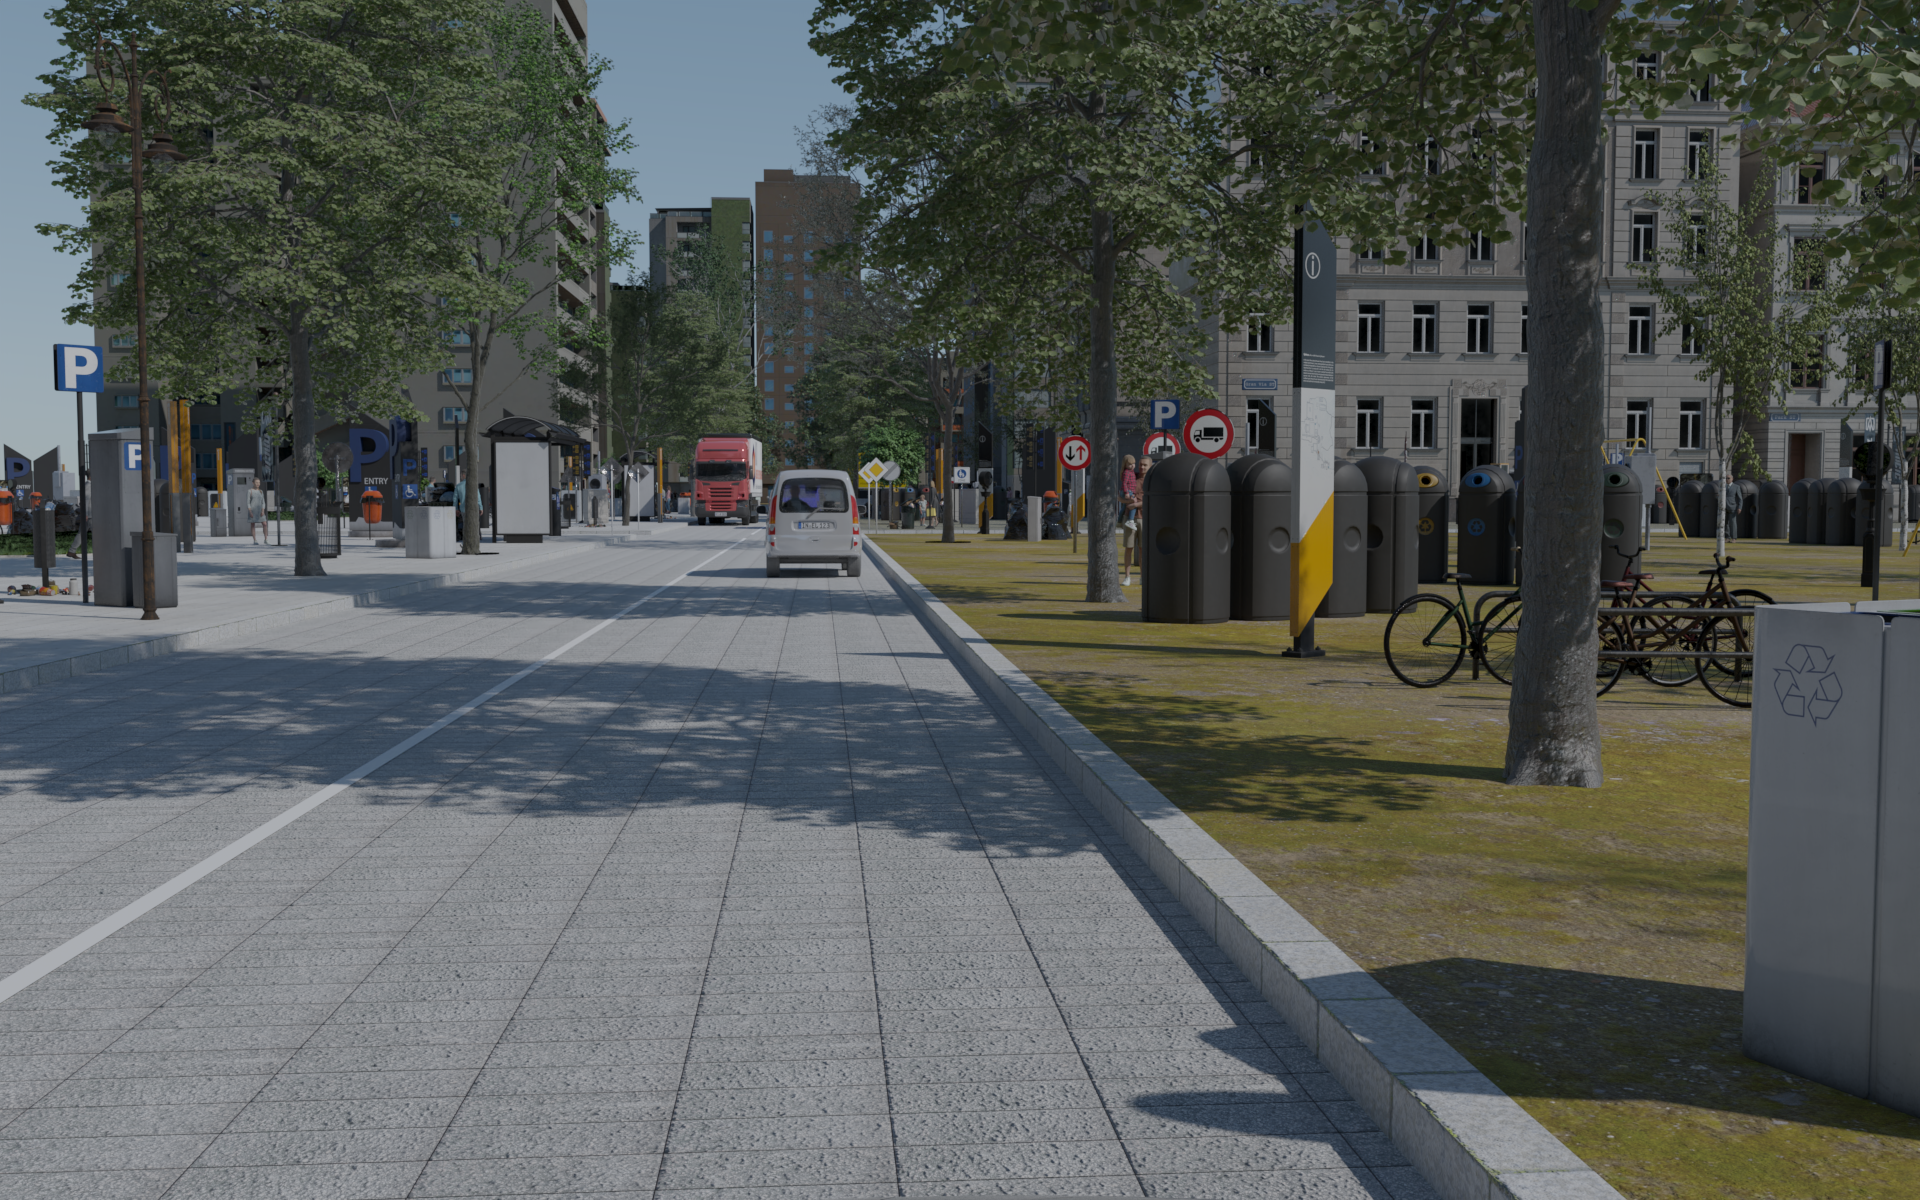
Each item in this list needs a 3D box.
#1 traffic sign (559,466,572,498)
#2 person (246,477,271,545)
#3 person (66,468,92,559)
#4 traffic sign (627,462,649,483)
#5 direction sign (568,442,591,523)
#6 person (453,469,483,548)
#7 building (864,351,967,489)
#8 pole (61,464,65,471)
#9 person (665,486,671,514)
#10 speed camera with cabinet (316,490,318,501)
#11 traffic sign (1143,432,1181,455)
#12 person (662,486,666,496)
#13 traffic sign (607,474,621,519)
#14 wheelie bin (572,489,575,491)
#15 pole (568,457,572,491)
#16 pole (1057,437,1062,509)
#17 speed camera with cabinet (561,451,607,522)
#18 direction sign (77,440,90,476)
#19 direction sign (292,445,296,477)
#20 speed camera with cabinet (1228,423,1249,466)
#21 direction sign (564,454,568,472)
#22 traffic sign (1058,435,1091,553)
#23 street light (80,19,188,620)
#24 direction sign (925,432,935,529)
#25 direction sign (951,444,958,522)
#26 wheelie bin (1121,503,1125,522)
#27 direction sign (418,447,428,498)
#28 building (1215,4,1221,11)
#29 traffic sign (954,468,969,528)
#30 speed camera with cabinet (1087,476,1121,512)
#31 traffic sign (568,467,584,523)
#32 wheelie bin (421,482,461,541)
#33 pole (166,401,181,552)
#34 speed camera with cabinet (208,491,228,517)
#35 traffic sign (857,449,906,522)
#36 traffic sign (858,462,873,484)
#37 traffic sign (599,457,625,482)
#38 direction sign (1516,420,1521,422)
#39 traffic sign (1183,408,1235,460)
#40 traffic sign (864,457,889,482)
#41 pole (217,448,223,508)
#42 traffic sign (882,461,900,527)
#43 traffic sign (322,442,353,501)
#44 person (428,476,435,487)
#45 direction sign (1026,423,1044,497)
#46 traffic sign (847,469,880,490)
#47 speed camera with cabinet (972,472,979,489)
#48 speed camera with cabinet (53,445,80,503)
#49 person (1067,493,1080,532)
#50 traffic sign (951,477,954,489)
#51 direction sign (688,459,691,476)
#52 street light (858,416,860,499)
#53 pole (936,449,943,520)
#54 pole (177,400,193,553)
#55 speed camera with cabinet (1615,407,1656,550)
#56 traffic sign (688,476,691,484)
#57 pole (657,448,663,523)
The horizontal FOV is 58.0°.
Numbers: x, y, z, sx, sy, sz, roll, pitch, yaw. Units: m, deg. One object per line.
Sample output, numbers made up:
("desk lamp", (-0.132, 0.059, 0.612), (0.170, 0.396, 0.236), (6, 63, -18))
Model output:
("traffic sign", (-17.806, -4.821, 78.828), (0.884, 2.594, 0.081), (0, 4, 1))
("person", (-17.822, -2.252, 43.874), (0.522, 1.701, 0.512), (3, 4, 39))
("person", (-17.221, -1.708, 34.236), (0.850, 1.792, 0.678), (-3, 4, -36))
("traffic sign", (-11.546, -3.664, 62.091), (0.795, 2.593, 0.064), (0, 4, -5))
("direction sign", (-16.603, -5.139, 76.023), (0.876, 3.537, 0.379), (1, 4, 14))
("person", (-11.066, -2.008, 38.734), (0.638, 1.841, 0.748), (1, 4, 19))
("building", (-0.107, -24.803, 250.565), (28.899, 21.520, 27.650), (0, 4, -5))
("pole", (-60.767, -7.560, 117.442), (0.158, 3.312, 0.155), (0, 3, 0))
("person", (-18.927, -6.500, 112.326), (0.388, 1.821, 0.555), (-1, 4, -8))
("speed camera with cabinet", (-37.175, -6.386, 98.744), (0.660, 3.252, 2.038), (-3, 4, -37))
("traffic sign", (4.127, -2.165, 35.509), (0.768, 2.556, 0.104), (0, 4, 1))
("person", (-18.398, -6.169, 107.002), (0.391, 1.810, 0.635), (0, 4, -7))
("traffic sign", (-17.659, -5.397, 88.348), (0.768, 2.556, 0.104), (0, 4, -4))
("wheelie bin", (-25.447, -6.482, 113.889), (0.693, 1.594, 0.980), (0, 4, -3))
("pole", (-21.174, -6.134, 94.139), (0.158, 3.312, 0.155), (0, 3, 0))
("pole", (3.575, -4.190, 62.347), (0.158, 3.312, 0.155), (0, 3, 0))
("speed camera with cabinet", (-17.405, -5.245, 80.098), (2.038, 3.252, 0.660), (1, 4, 11))
("direction sign", (-36.763, -4.954, 72.994), (0.876, 3.537, 0.379), (1, 4, 14))
("direction sign", (-30.421, -5.363, 79.675), (0.876, 3.537, 0.379), (3, 4, 36))
("speed camera with cabinet", (8.176, -3.336, 48.877), (0.660, 3.252, 2.038), (2, 4, 31))
("direction sign", (-22.160, -6.521, 98.617), (0.876, 3.537, 0.379), (1, 4, 21))
("traffic sign", (2.504, -2.295, 37.636), (0.768, 2.556, 0.104), (0, 4, 1))
("street light", (-8.272, -2.735, 17.508), (0.468, 5.910, 1.993), (0, 4, -5))
("direction sign", (-1.104, -4.396, 63.876), (0.379, 3.537, 0.876), (-2, 4, -24))
("direction sign", (-0.253, -5.277, 78.270), (0.379, 3.537, 0.876), (-1, 4, -19))
("wheelie bin", (8.752, -4.939, 88.657), (0.980, 1.594, 0.693), (-2, 4, -23))
("direction sign", (-26.271, -5.641, 84.224), (0.876, 3.537, 0.379), (1, 4, 12))
("building", (46.430, -49.570, 248.713), (20.611, 71.187, 20.563), (0, 4, -5))
("traffic sign", (0.069, -3.926, 66.327), (0.606, 2.300, 0.079), (0, 4, 4))
("speed camera with cabinet", (7.008, -5.346, 81.747), (2.038, 3.252, 0.660), (-1, 4, -21))
("traffic sign", (-17.025, -4.693, 76.834), (0.768, 2.556, 0.104), (0, 4, 4))
("wheelie bin", (-13.890, -2.372, 46.683), (0.980, 1.594, 0.693), (1, 4, 21))
("pole", (-17.291, -2.706, 38.083), (0.158, 3.312, 0.155), (0, 3, 0))
("speed camera with cabinet", (-40.551, -6.214, 95.937), (2.038, 3.252, 0.660), (0, 4, 2))
("traffic sign", (-3.523, -5.192, 78.765), (2.265, 3.308, 0.079), (0, 4, 2))
("traffic sign", (-3.278, -3.704, 62.745), (0.795, 2.593, 0.064), (0, 4, -5))
("traffic sign", (-10.894, -3.177, 54.133), (0.795, 2.593, 0.064), (0, 4, -5))
("direction sign", (17.104, -3.723, 52.871), (0.379, 3.537, 0.876), (0, 4, 0))
("traffic sign", (3.689, -1.570, 25.781), (0.768, 2.556, 0.104), (0, 4, 2))
("traffic sign", (-2.626, -3.217, 54.787), (0.795, 2.593, 0.064), (0, 4, -5))
("pole", (-33.059, -5.109, 77.379), (0.158, 3.312, 0.155), (0, 3, 0))
("traffic sign", (-2.680, -4.069, 66.626), (0.768, 2.556, 0.104), (0, 4, 2))
("traffic sign", (-15.246, -2.589, 42.435), (0.768, 2.556, 0.104), (0, 4, -1))
("person", (-16.617, -2.960, 54.305), (0.748, 1.841, 0.638), (0, 4, -3))
("direction sign", (2.396, -3.864, 55.181), (0.379, 3.537, 0.876), (-3, 4, -37))
("traffic sign", (-6.589, -7.637, 118.736), (2.265, 3.308, 0.079), (0, 4, 5))
("speed camera with cabinet", (2.003, -8.511, 133.495), (2.038, 3.252, 0.660), (0, 4, -6))
("speed camera with cabinet", (-35.722, -4.621, 69.896), (2.038, 3.252, 0.660), (2, 4, 29))
("person", (3.838, -3.004, 57.840), (0.478, 1.798, 0.641), (-1, 4, -14))
("traffic sign", (-0.297, -5.020, 82.183), (0.768, 2.556, 0.104), (0, 4, 2))
("direction sign", (-15.871, -6.838, 103.803), (0.876, 3.537, 0.379), (-1, 4, -9))
("street light", (-5.765, -7.699, 98.666), (0.468, 5.910, 1.993), (0, 4, -5))
("pole", (-0.867, -5.127, 77.665), (0.158, 3.312, 0.155), (0, 3, 0))
("pole", (-16.800, -2.677, 37.613), (0.158, 3.312, 0.155), (0, 3, 0))
("speed camera with cabinet", (15.607, -2.810, 40.275), (0.660, 3.252, 2.038), (0, 4, 7))
("traffic sign", (-15.798, -6.291, 102.959), (0.768, 2.556, 0.104), (0, 4, 3))
("pole", (-13.246, -5.052, 76.442), (0.158, 3.312, 0.155), (0, 3, 0))
